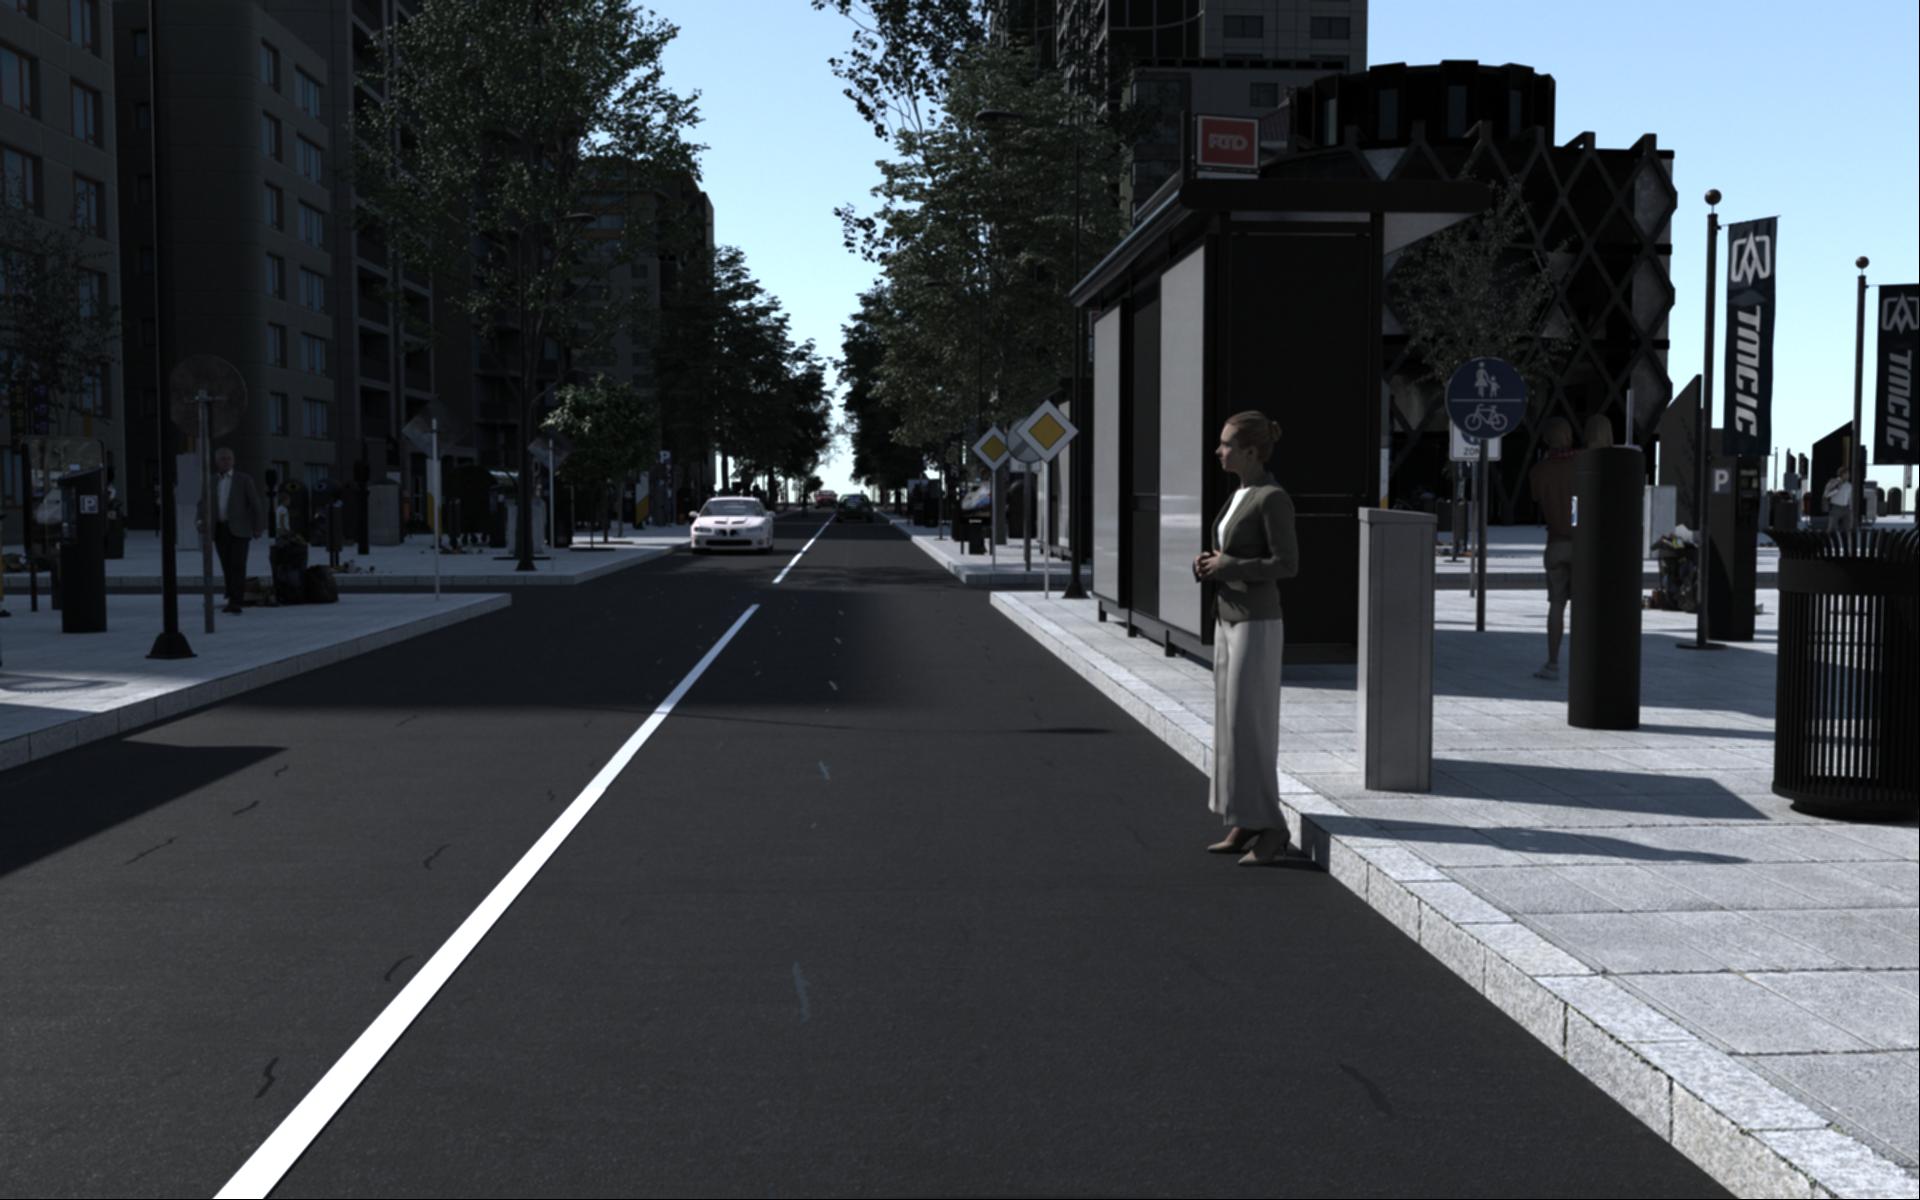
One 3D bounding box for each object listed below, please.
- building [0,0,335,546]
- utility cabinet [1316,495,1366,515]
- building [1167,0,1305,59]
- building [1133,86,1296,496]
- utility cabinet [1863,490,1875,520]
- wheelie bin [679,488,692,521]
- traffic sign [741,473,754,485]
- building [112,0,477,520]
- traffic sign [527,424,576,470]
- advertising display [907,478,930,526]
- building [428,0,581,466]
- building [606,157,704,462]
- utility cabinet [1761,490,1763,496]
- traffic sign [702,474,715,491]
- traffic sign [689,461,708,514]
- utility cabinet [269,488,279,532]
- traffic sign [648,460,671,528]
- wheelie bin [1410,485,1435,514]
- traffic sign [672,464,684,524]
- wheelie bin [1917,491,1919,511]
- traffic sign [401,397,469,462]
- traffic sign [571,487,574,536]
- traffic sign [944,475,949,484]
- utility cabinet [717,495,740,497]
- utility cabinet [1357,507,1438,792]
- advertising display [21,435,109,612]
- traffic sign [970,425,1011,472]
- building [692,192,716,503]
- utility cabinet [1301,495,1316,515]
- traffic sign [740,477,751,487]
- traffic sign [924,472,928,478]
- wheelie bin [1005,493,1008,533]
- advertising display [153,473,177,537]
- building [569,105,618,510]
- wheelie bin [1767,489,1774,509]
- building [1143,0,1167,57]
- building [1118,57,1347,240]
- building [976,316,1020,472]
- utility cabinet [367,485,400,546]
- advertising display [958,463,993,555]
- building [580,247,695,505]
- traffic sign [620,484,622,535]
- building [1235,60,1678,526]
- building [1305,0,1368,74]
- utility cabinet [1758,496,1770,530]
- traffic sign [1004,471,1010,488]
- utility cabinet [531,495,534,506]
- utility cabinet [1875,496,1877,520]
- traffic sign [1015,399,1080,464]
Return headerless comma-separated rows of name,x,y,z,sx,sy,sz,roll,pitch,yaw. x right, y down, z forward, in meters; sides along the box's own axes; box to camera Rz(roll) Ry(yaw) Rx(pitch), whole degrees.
building,-38.199,-12.802,54.360,27.650,21.520,28.899,0,4,-4
utility cabinet,8.415,-1.776,37.715,1.173,1.500,0.318,3,4,39
building,17.866,-43.878,155.660,20.563,71.187,20.611,0,4,-4
building,16.922,-15.831,94.994,11.583,22.565,21.152,0,4,-4
utility cabinet,44.037,-4.621,84.226,1.173,1.500,0.318,-2,4,-32
wheelie bin,-13.222,-4.606,83.215,0.980,1.594,0.693,-1,4,-22
traffic sign,-12.198,-6.078,99.474,0.768,2.556,0.104,0,4,-1
building,-35.793,-39.602,85.748,20.563,71.187,20.611,0,4,-4
traffic sign,-6.788,-1.624,28.738,0.795,2.593,0.064,0,4,-4
advertising display,-1.678,-3.964,70.022,0.974,1.923,0.123,1,4,16
building,-37.236,-28.218,115.996,22.147,44.769,28.867,0,4,-4
building,-45.551,-35.026,227.295,22.147,44.769,28.867,0,4,-4
utility cabinet,37.681,-4.516,82.512,0.318,1.500,1.173,-1,4,-19
traffic sign,-14.947,-6.270,102.520,0.884,2.594,0.081,0,4,-3
traffic sign,-10.161,-4.111,67.324,0.768,2.556,0.104,0,4,-1
utility cabinet,-22.860,-3.013,57.936,0.318,1.500,1.173,-2,4,-29
traffic sign,-11.486,-4.046,66.162,0.884,2.594,0.081,0,4,5
wheelie bin,16.946,-3.397,63.441,0.693,1.594,0.980,-3,4,-37
traffic sign,-12.180,-4.525,74.089,0.768,2.556,0.104,0,4,2
wheelie bin,41.245,-4.028,73.773,0.693,1.594,0.980,-3,4,-39
traffic sign,-6.296,-1.136,20.768,0.795,2.593,0.064,0,4,-4
traffic sign,-11.880,-3.238,53.052,0.768,2.556,0.104,0,4,1
traffic sign,-0.575,-6.325,103.524,0.768,2.556,0.104,0,4,4
utility cabinet,-10.291,-4.028,77.015,1.020,1.237,0.306,0,4,-5
utility cabinet,1.995,0.197,7.937,0.306,1.237,1.020,1,4,11
advertising display,-9.930,-0.859,19.254,0.123,1.923,0.974,2,4,25
traffic sign,0.593,-1.650,29.172,0.795,2.593,0.064,0,4,-4
building,-42.717,-36.629,248.987,14.600,45.320,14.200,0,4,-4
utility cabinet,8.672,-2.010,41.546,0.318,1.500,1.173,-2,4,-28
traffic sign,-12.345,-5.976,99.836,0.606,2.300,0.079,0,4,0
traffic sign,-2.097,-6.287,102.801,0.884,2.594,0.081,0,4,4
wheelie bin,1.098,-2.889,55.137,0.980,1.594,0.693,3,4,39
advertising display,-23.650,-2.858,51.935,0.974,1.923,0.123,0,4,-7
building,-44.516,-27.537,142.117,32.217,40.220,23.993,0,4,-4
wheelie bin,47.403,-5.711,101.288,0.693,1.594,0.980,2,4,25
building,13.408,-47.654,217.396,20.563,71.187,20.611,0,4,-4
building,17.680,-21.220,118.650,14.160,30.474,14.107,0,4,-4
building,8.054,-29.716,257.559,14.160,30.474,14.107,0,4,-4
utility cabinet,-14.316,-2.098,42.976,0.318,1.500,1.173,-3,5,-42
advertising display,0.352,-1.916,36.545,0.974,1.923,0.123,3,5,45
building,-39.461,-26.600,206.618,14.160,30.474,14.107,0,4,-4
traffic sign,-10.668,-3.324,54.448,0.768,2.556,0.104,0,4,2
building,20.316,-12.776,76.338,16.820,18.784,16.811,0,4,-4
building,18.727,-42.621,135.102,20.563,71.187,20.611,0,4,-4
utility cabinet,27.697,-3.016,60.472,0.306,1.237,1.020,-3,5,-43
traffic sign,2.166,-5.233,85.672,0.768,2.556,0.104,0,4,-1
utility cabinet,-22.242,-4.728,88.467,0.306,1.237,1.020,2,4,35
utility cabinet,44.942,-4.575,85.959,0.306,1.237,1.020,-2,4,-30
traffic sign,1.085,-1.163,21.202,0.795,2.593,0.064,0,4,-4
